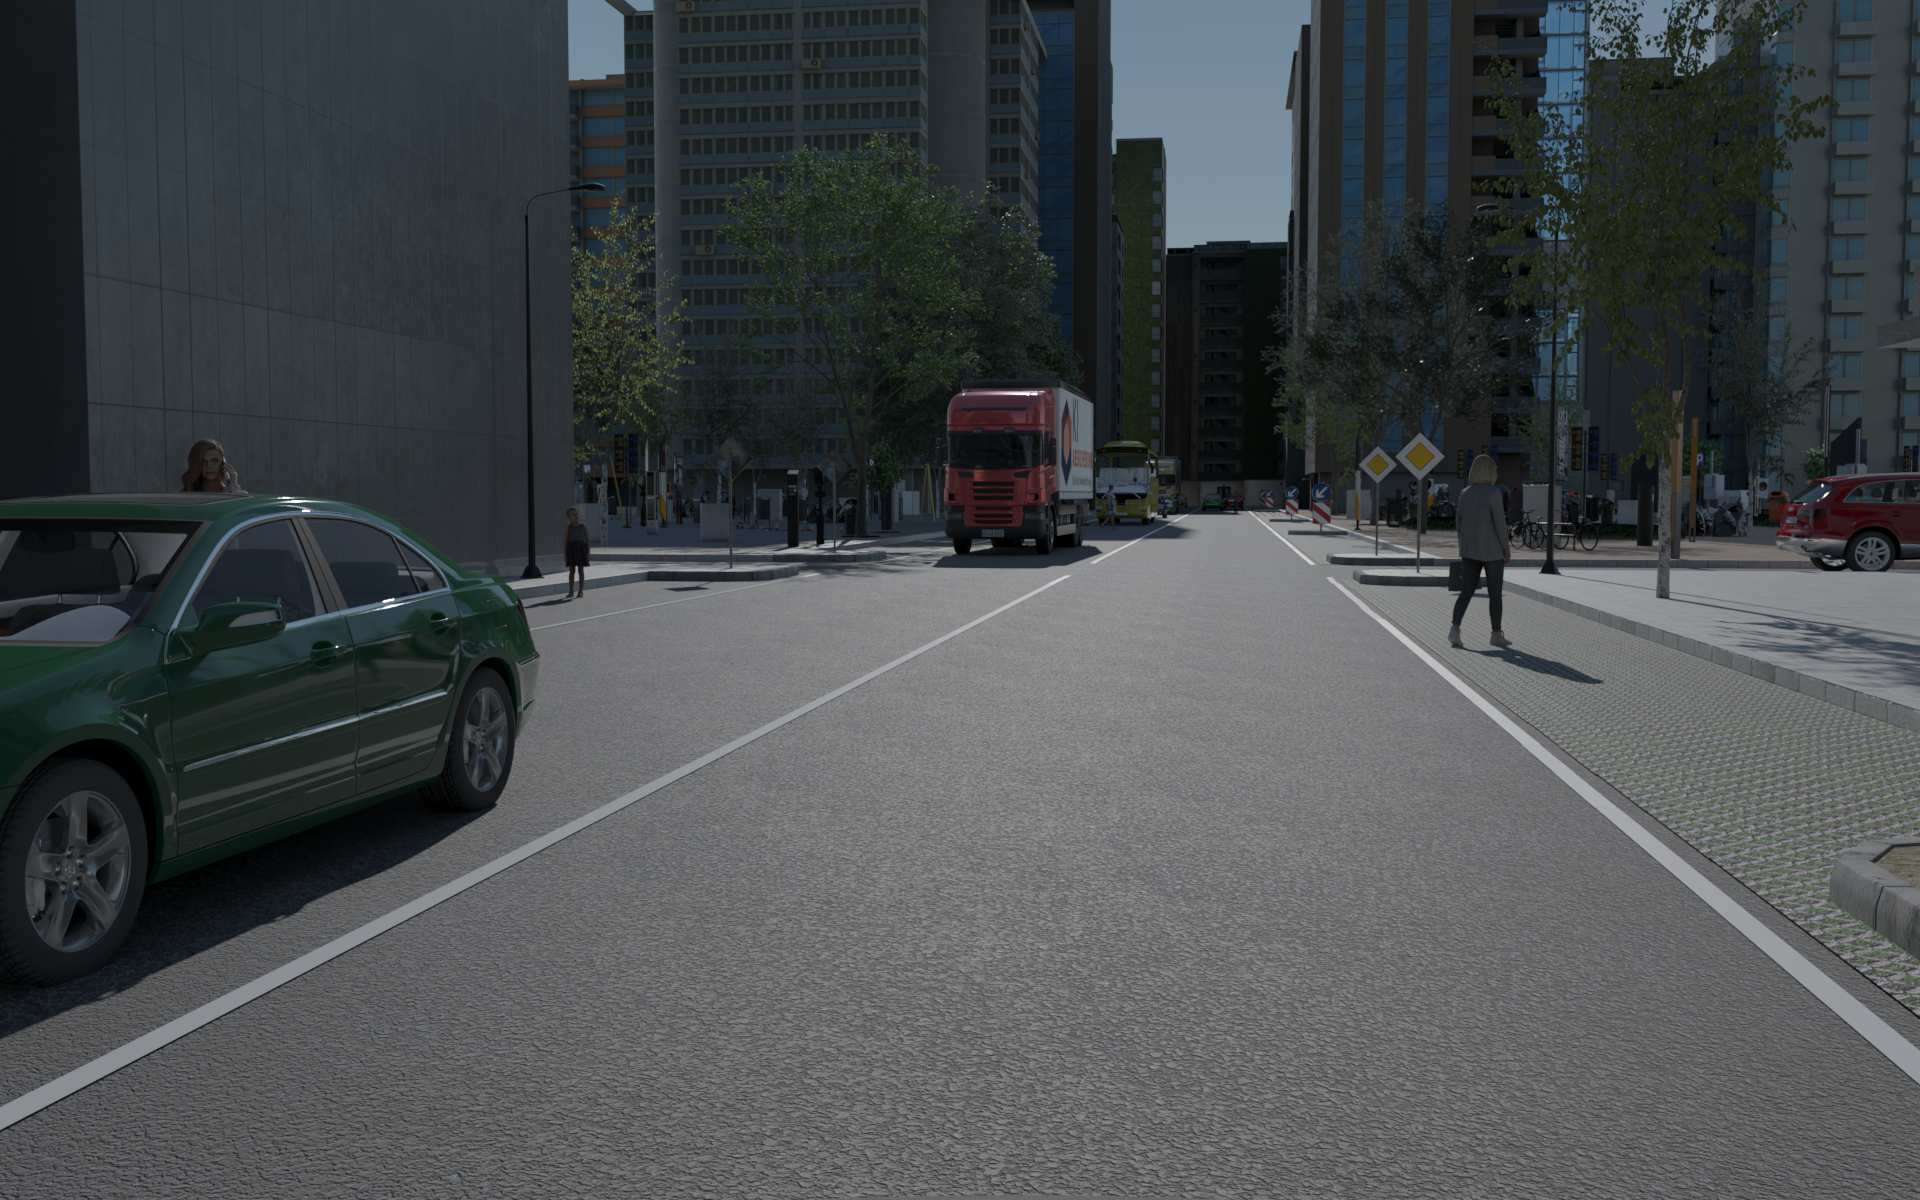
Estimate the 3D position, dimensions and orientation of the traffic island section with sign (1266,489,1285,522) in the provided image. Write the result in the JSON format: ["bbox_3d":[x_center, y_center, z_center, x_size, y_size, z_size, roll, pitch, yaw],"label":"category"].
[{"bbox_3d":[16.857,-4.897,88.686,1.989,1.847,2.006,1,4,9],"label":"traffic island section with sign"}]

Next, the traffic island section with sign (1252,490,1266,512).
[{"bbox_3d":[24.299,-7.834,136.721,1.989,1.847,2.006,1,4,9],"label":"traffic island section with sign"}]

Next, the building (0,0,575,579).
[{"bbox_3d":[-22.016,-12.606,25.176,30.058,24.678,14.314,1,4,9],"label":"building"}]

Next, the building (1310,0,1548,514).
[{"bbox_3d":[30.920,-28.562,117.104,14.600,45.320,14.200,1,4,9],"label":"building"}]

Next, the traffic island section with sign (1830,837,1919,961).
[{"bbox_3d":[3.967,0.195,5.446,1.989,1.847,2.006,1,4,9],"label":"traffic island section with sign"}]

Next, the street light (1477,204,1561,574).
[{"bbox_3d":[8.971,-3.381,27.827,1.470,5.913,1.316,1,4,9],"label":"street light"}]

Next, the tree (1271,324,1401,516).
[{"bbox_3d":[22.374,-10.830,102.832,9.928,11.665,9.643,0,3,0],"label":"tree"}]

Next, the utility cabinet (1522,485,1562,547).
[{"bbox_3d":[14.125,-2.039,42.020,0.318,1.500,1.173,-1,4,-15],"label":"utility cabinet"}]

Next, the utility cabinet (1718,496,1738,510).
[{"bbox_3d":[28.282,-3.221,63.825,0.306,1.237,1.020,0,4,-1],"label":"utility cabinet"}]

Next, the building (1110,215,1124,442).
[{"bbox_3d":[9.993,-25.078,181.719,14.107,30.474,14.160,1,4,9],"label":"building"}]

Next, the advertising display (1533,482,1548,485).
[{"bbox_3d":[30.874,-5.293,91.752,0.974,1.923,0.123,0,4,7],"label":"advertising display"}]

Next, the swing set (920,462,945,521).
[{"bbox_3d":[-0.086,-5.263,83.674,3.119,2.851,2.862,-1,4,-15],"label":"swing set"}]

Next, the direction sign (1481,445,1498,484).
[{"bbox_3d":[24.499,-5.392,80.158,0.379,3.537,0.876,-3,5,-39],"label":"direction sign"}]

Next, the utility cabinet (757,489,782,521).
[{"bbox_3d":[-9.015,-4.484,81.999,1.173,1.500,0.318,1,4,20],"label":"utility cabinet"}]

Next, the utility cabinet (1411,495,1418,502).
[{"bbox_3d":[26.549,-5.512,101.287,0.306,1.237,1.020,0,4,8],"label":"utility cabinet"}]

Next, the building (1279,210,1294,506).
[{"bbox_3d":[40.396,-24.786,176.951,14.160,30.474,14.107,1,4,9],"label":"building"}]

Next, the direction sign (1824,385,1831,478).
[{"bbox_3d":[18.212,-2.717,36.426,0.379,3.537,0.876,1,4,22],"label":"direction sign"}]

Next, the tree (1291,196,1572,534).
[{"bbox_3d":[14.816,-7.387,55.185,8.767,10.594,7.601,1,4,10],"label":"tree"}]

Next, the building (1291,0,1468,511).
[{"bbox_3d":[38.539,-31.338,162.489,14.600,45.320,14.200,1,4,9],"label":"building"}]

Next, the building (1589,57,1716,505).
[{"bbox_3d":[76.123,-35.025,196.367,21.600,48.544,21.300,1,4,9],"label":"building"}]

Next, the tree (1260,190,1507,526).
[{"bbox_3d":[17.021,-9.787,70.380,12.009,13.543,11.850,0,3,0],"label":"tree"}]

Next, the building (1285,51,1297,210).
[{"bbox_3d":[52.432,-37.579,203.650,27.495,52.752,28.713,1,4,9],"label":"building"}]

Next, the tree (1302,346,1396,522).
[{"bbox_3d":[18.172,-7.912,79.729,4.737,8.622,4.395,0,3,0],"label":"tree"}]

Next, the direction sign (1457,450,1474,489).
[{"bbox_3d":[25.822,-5.905,88.544,0.876,3.537,0.379,3,5,44],"label":"direction sign"}]

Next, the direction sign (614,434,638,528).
[{"bbox_3d":[-12.612,-4.495,65.495,0.876,3.537,0.379,0,4,1],"label":"direction sign"}]

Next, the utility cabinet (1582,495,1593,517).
[{"bbox_3d":[35.803,-5.365,98.878,0.306,1.237,1.020,2,4,35],"label":"utility cabinet"}]

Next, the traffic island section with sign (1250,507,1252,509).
[{"bbox_3d":[28.485,-9.486,163.727,1.989,1.847,2.006,1,4,9],"label":"traffic island section with sign"}]

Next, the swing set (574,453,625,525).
[{"bbox_3d":[-14.847,-4.203,66.343,3.119,2.851,2.862,1,4,13],"label":"swing set"}]

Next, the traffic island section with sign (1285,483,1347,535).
[{"bbox_3d":[12.523,-3.185,60.711,1.989,1.847,2.006,1,4,9],"label":"traffic island section with sign"}]

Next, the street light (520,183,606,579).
[{"bbox_3d":[-5.983,-3.276,26.110,1.470,5.913,1.316,1,4,9],"label":"street light"}]

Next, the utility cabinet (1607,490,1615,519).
[{"bbox_3d":[33.047,-4.849,87.963,0.318,1.500,1.173,1,4,16],"label":"utility cabinet"}]

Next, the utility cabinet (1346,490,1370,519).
[{"bbox_3d":[20.589,-4.944,89.518,1.173,1.500,0.318,1,4,9],"label":"utility cabinet"}]

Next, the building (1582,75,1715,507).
[{"bbox_3d":[65.621,-29.908,172.596,14.086,41.232,14.154,1,4,9],"label":"building"}]

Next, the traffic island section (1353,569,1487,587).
[{"bbox_3d":[7.474,-0.361,28.185,2.009,0.180,2.903,1,4,9],"label":"traffic island section"}]

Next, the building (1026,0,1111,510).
[{"bbox_3d":[5.013,-30.172,143.422,14.600,45.320,14.200,1,4,9],"label":"building"}]

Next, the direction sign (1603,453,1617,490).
[{"bbox_3d":[36.038,-6.379,96.297,0.876,3.537,0.379,0,4,4],"label":"direction sign"}]

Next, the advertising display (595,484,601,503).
[{"bbox_3d":[-22.314,-6.227,107.024,0.123,1.923,0.974,0,4,8],"label":"advertising display"}]

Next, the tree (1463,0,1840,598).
[{"bbox_3d":[8.445,-4.330,21.163,4.737,8.622,4.395,0,3,0],"label":"tree"}]

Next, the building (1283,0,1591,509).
[{"bbox_3d":[38.112,-50.508,138.472,22.319,86.520,31.000,1,4,9],"label":"building"}]

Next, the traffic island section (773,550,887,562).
[{"bbox_3d":[-2.759,-0.952,37.848,2.009,0.180,2.903,1,4,9],"label":"traffic island section"}]

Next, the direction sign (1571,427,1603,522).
[{"bbox_3d":[21.009,-4.053,58.266,0.876,3.537,0.379,2,4,26],"label":"direction sign"}]

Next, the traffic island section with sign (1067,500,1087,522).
[{"bbox_3d":[5.510,-4.920,89.072,1.989,1.847,2.006,1,4,9],"label":"traffic island section with sign"}]

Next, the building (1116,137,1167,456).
[{"bbox_3d":[16.900,-31.742,202.577,14.086,41.232,14.154,1,4,9],"label":"building"}]

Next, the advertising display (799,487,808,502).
[{"bbox_3d":[-10.448,-6.655,114.030,0.974,1.923,0.123,-2,4,-28],"label":"advertising display"}]

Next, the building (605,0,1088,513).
[{"bbox_3d":[-7.193,-26.562,126.173,32.217,40.220,23.993,1,4,9],"label":"building"}]

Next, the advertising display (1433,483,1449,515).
[{"bbox_3d":[28.408,-5.942,102.365,0.974,1.923,0.123,0,4,-7],"label":"advertising display"}]

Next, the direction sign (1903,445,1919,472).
[{"bbox_3d":[44.436,-5.444,81.011,0.379,3.537,0.876,-1,4,-14],"label":"direction sign"}]

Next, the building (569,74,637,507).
[{"bbox_3d":[-32.364,-32.331,183.234,28.867,44.769,22.147,1,4,9],"label":"building"}]

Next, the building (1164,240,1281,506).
[{"bbox_3d":[30.786,-26.224,200.468,14.107,30.474,14.160,1,4,9],"label":"building"}]

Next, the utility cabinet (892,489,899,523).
[{"bbox_3d":[-2.968,-4.171,76.876,0.318,1.500,1.173,0,4,7],"label":"utility cabinet"}]

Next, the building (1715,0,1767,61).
[{"bbox_3d":[96.974,-46.126,192.414,20.611,71.187,20.563,1,4,9],"label":"building"}]

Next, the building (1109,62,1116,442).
[{"bbox_3d":[6.347,-28.993,157.625,14.154,41.232,14.086,1,4,9],"label":"building"}]

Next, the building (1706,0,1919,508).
[{"bbox_3d":[87.629,-33.319,164.366,30.456,49.044,23.786,1,4,9],"label":"building"}]

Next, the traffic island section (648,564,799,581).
[{"bbox_3d":[-3.981,-0.469,29.956,2.009,0.180,2.903,1,4,9],"label":"traffic island section"}]

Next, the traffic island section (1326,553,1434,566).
[{"bbox_3d":[8.695,-0.844,36.076,2.009,0.180,2.903,1,4,9],"label":"traffic island section"}]
